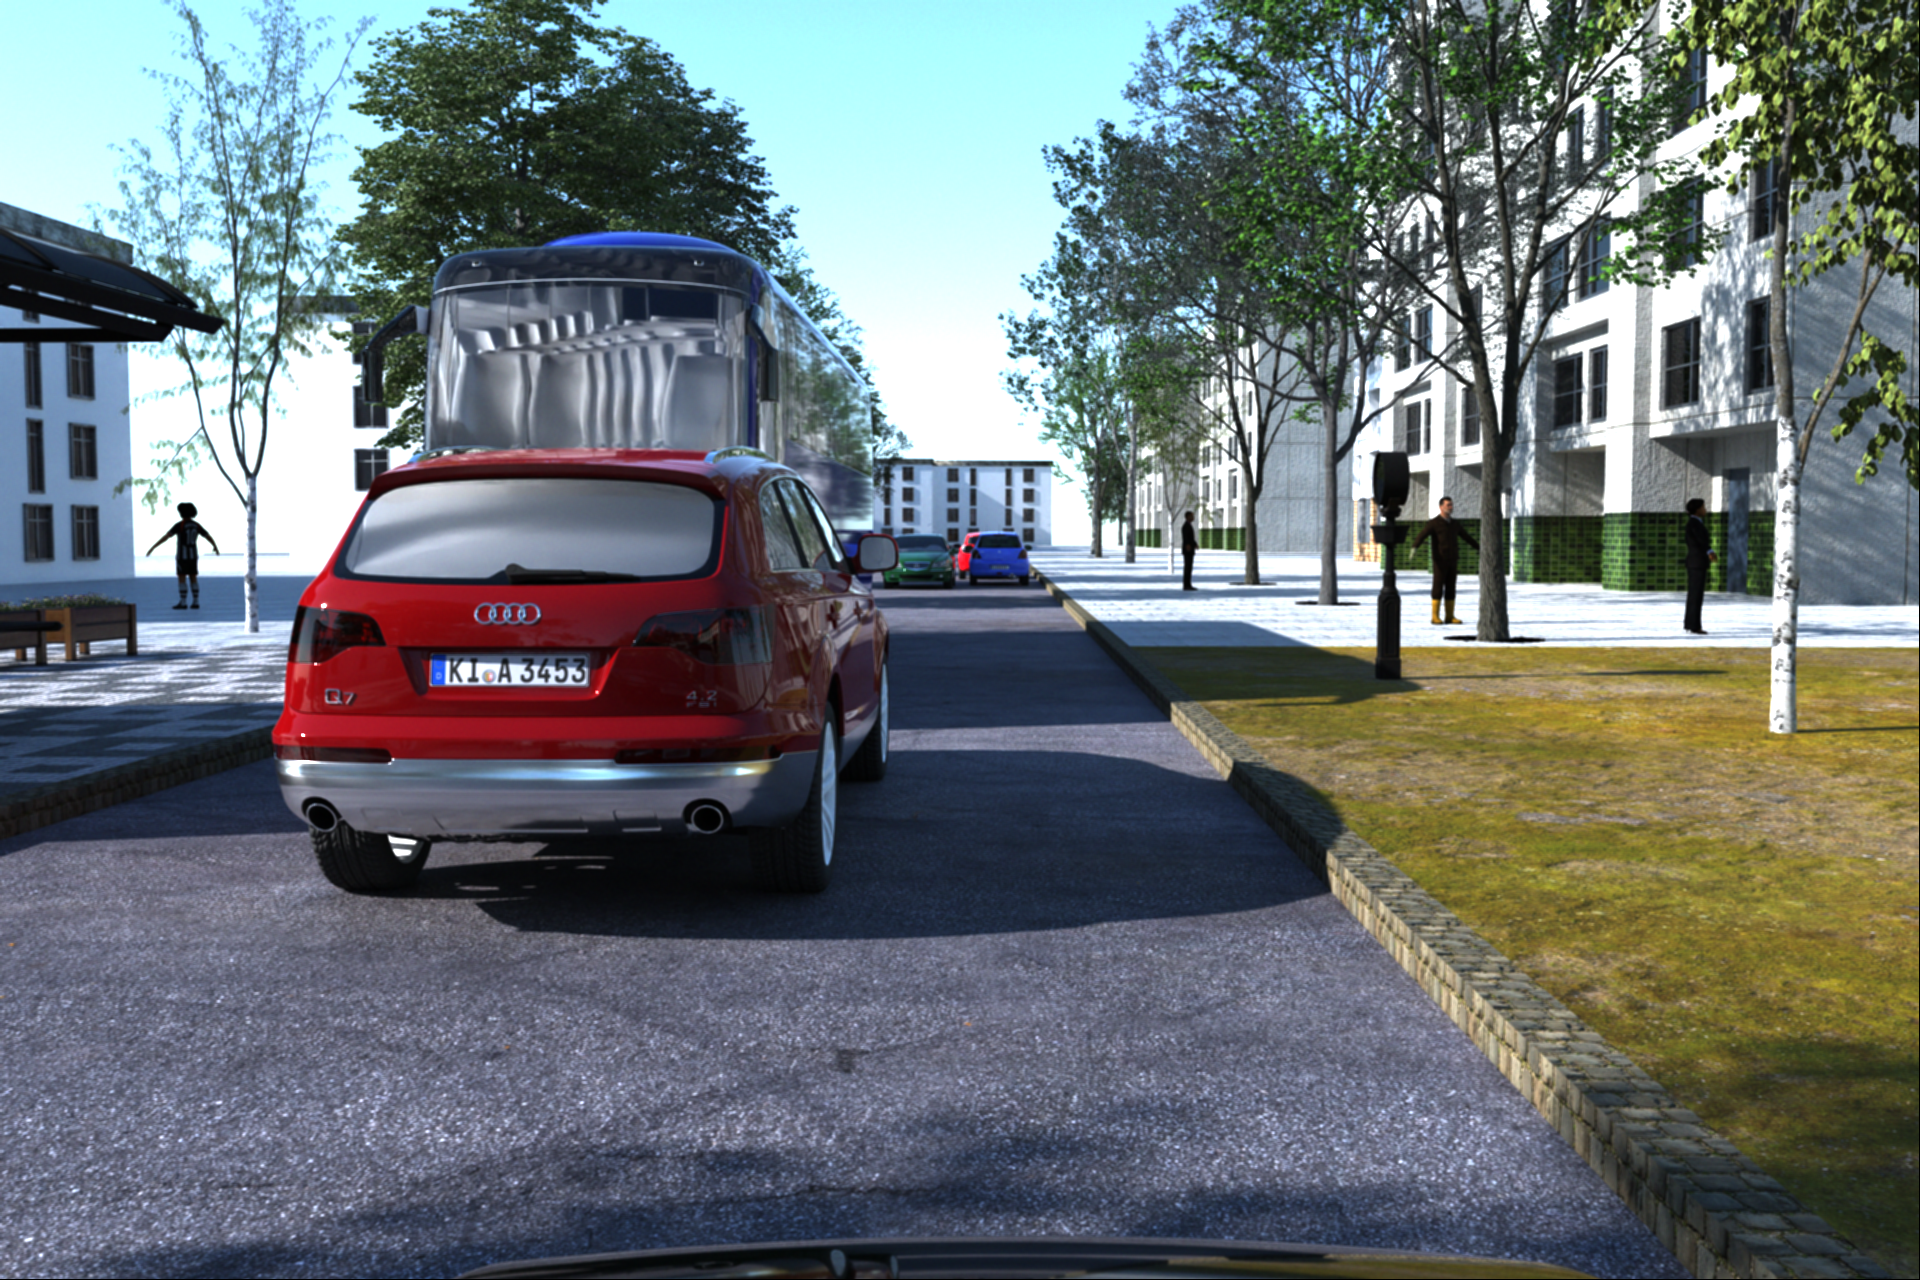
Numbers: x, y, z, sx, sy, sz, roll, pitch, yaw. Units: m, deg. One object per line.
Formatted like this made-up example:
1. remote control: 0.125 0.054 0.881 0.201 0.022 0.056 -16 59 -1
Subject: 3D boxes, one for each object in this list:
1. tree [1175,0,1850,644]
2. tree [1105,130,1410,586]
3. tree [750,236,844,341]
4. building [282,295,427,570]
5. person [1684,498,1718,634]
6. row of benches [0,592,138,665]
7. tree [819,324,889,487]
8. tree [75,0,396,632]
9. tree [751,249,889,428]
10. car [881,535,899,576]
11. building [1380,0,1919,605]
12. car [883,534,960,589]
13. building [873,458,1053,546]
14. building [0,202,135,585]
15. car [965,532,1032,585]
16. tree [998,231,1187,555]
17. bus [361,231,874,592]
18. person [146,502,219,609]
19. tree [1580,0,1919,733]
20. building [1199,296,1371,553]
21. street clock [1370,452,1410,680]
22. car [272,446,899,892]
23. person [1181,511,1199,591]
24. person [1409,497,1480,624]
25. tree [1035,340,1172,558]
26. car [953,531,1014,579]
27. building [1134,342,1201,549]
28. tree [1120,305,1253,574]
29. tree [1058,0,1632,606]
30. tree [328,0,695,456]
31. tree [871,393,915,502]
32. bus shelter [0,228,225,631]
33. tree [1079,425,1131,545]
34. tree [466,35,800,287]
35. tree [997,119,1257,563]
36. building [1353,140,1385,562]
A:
1. tree: 6.430 -5.800 20.584 9.928 11.665 9.643 0 3 0
2. tree: 7.412 -7.207 43.597 9.928 11.665 9.643 0 3 0
3. tree: -7.831 -8.283 61.176 9.928 11.665 9.643 0 3 0
4. building: -22.832 -8.133 75.115 9.099 9.664 28.070 0 4 1
5. person: 9.544 -0.950 22.260 0.721 1.740 1.216 1 4 12
6. row of benches: -9.332 -0.068 16.582 1.422 0.672 4.104 1 4 9
7. tree: -7.628 -10.759 94.040 7.486 12.596 7.792 0 3 0
8. tree: -9.169 -4.392 22.167 4.360 8.622 3.978 0 3 0
9. tree: -8.049 -10.022 74.231 12.009 13.543 11.850 0 3 0
10. car: -1.793 -2.992 60.929 2.014 1.417 4.499 0 4 1
11. building: 23.373 -10.998 46.280 16.747 18.905 31.486 0 4 1
12. car: -1.063 -2.132 46.662 2.131 1.459 4.920 0 4 1
13. building: -3.536 -15.231 193.627 28.070 9.664 9.099 0 4 -7
14. building: -25.241 -5.766 36.423 9.099 9.664 28.070 0 4 2
15. car: 1.103 -2.444 49.552 1.945 1.707 3.694 0 4 0
16. tree: 8.222 -15.400 107.680 12.611 20.169 13.585 0 3 0
17. bus: -2.578 -1.620 18.029 2.896 3.916 12.251 0 4 1
18. person: -13.256 -1.439 29.668 0.704 1.843 1.345 2 4 32
19. tree: 5.515 -3.697 10.807 4.737 8.622 4.395 0 3 0
20. building: 29.072 -16.427 135.038 16.747 18.905 31.486 0 4 1
21. street clock: 3.794 -0.656 15.293 0.358 2.002 0.471 0 4 2
22. car: -1.479 0.011 8.488 2.281 1.827 5.304 0 4 2
23. person: 5.236 -2.032 39.456 0.704 1.802 1.346 1 4 16
24. person: 6.913 -1.131 24.624 1.346 1.812 0.704 -1 4 -22
25. tree: 7.553 -10.231 93.036 9.928 11.665 9.643 0 3 0
26. car: 0.849 -2.897 56.407 2.155 1.783 4.494 0 4 0
27. building: 26.387 -18.454 168.178 16.747 18.905 31.486 0 4 1
28. tree: 6.758 -6.453 55.869 4.360 8.622 3.978 0 3 0
29. tree: 6.800 -7.384 31.095 12.009 13.543 11.850 0 3 0
30. tree: -8.598 -7.063 33.603 7.486 12.596 7.792 0 3 0
31. tree: -7.172 -10.431 104.952 8.767 10.594 7.601 -1 4 -13
32. bus shelter: -6.533 -0.993 10.153 2.014 3.302 5.546 0 4 2
33. tree: 18.180 -17.624 194.807 9.857 13.997 8.962 0 3 0
34. tree: -8.778 -8.531 46.134 9.857 13.997 8.962 0 3 0
35. tree: 8.110 -13.568 77.729 12.611 20.169 13.585 0 3 0
36. building: 23.953 -13.758 81.359 16.016 20.090 11.380 0 4 1
